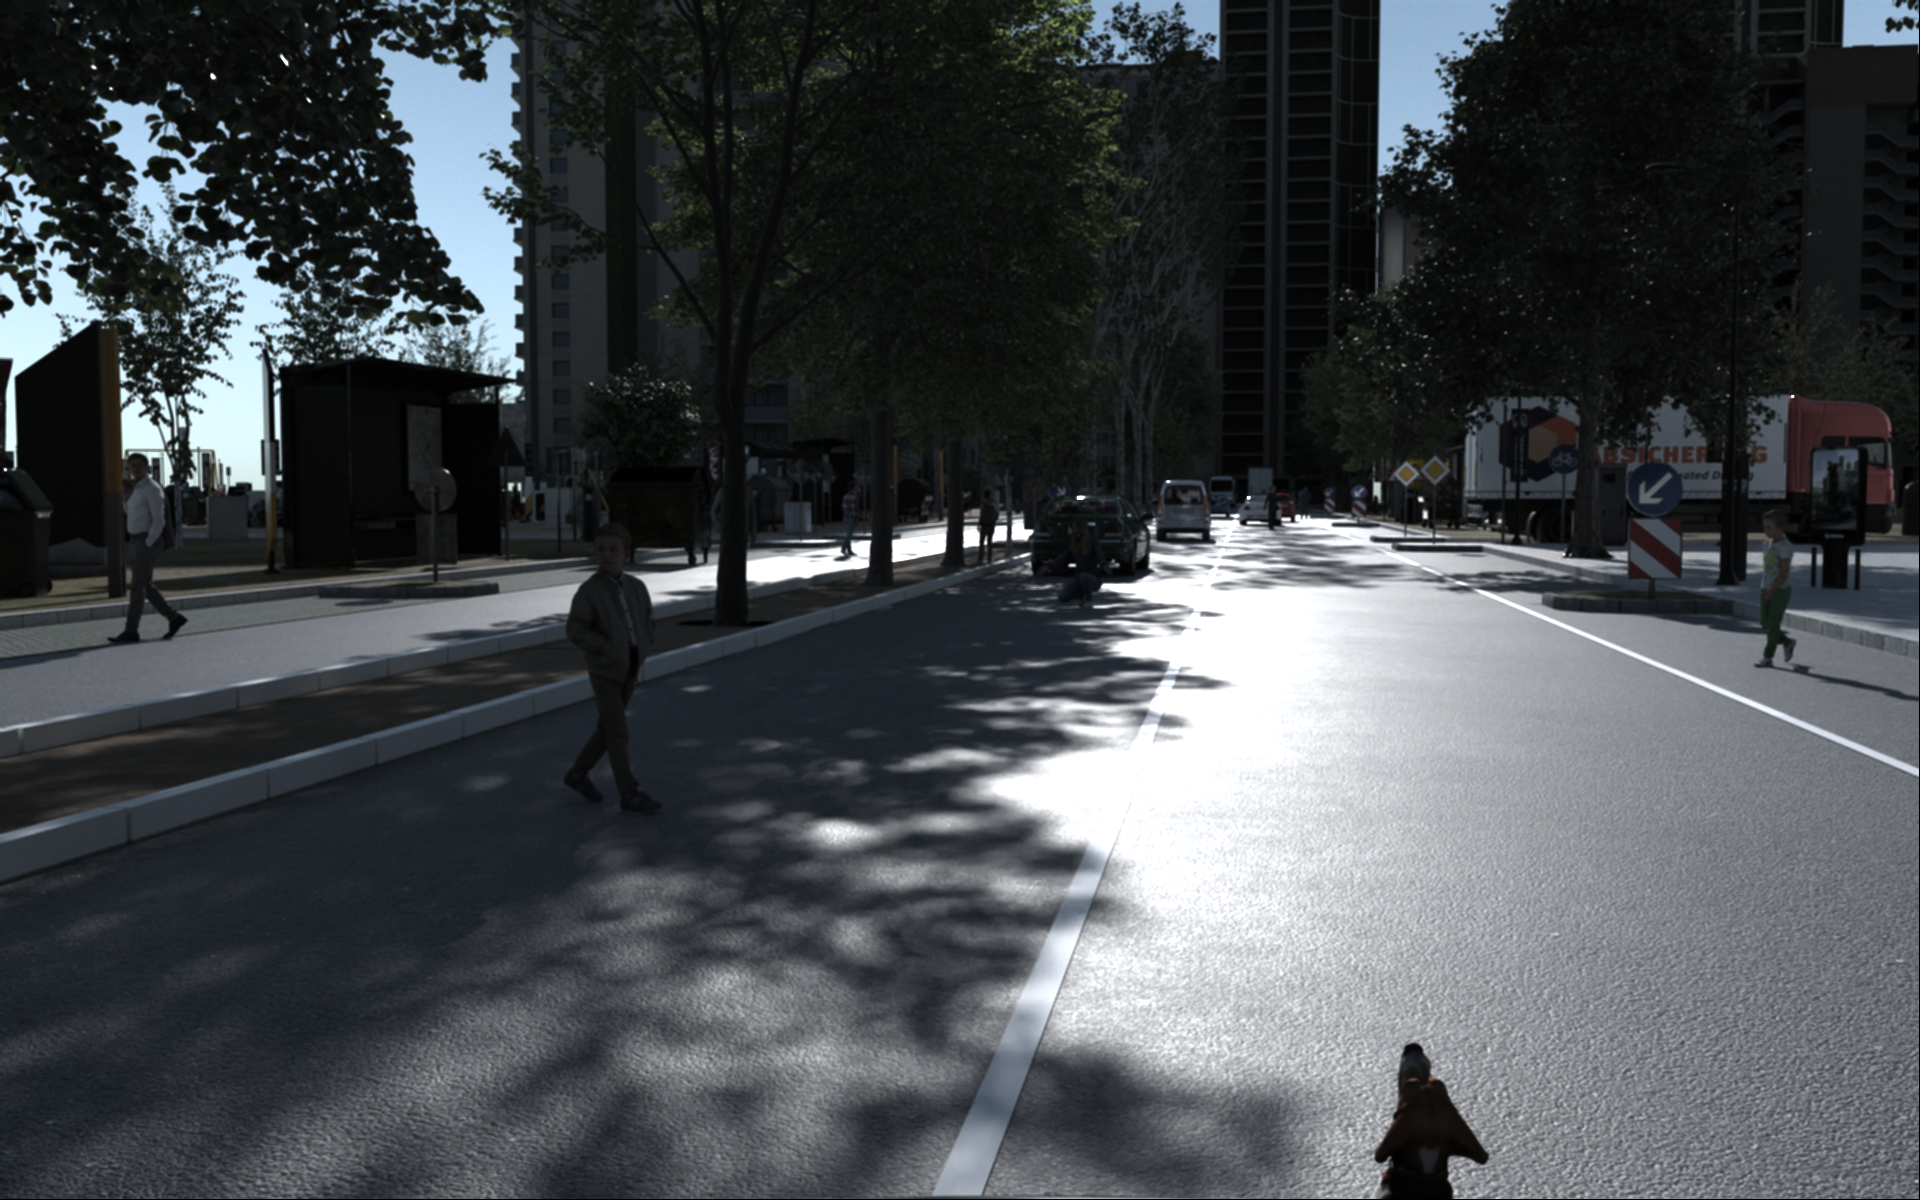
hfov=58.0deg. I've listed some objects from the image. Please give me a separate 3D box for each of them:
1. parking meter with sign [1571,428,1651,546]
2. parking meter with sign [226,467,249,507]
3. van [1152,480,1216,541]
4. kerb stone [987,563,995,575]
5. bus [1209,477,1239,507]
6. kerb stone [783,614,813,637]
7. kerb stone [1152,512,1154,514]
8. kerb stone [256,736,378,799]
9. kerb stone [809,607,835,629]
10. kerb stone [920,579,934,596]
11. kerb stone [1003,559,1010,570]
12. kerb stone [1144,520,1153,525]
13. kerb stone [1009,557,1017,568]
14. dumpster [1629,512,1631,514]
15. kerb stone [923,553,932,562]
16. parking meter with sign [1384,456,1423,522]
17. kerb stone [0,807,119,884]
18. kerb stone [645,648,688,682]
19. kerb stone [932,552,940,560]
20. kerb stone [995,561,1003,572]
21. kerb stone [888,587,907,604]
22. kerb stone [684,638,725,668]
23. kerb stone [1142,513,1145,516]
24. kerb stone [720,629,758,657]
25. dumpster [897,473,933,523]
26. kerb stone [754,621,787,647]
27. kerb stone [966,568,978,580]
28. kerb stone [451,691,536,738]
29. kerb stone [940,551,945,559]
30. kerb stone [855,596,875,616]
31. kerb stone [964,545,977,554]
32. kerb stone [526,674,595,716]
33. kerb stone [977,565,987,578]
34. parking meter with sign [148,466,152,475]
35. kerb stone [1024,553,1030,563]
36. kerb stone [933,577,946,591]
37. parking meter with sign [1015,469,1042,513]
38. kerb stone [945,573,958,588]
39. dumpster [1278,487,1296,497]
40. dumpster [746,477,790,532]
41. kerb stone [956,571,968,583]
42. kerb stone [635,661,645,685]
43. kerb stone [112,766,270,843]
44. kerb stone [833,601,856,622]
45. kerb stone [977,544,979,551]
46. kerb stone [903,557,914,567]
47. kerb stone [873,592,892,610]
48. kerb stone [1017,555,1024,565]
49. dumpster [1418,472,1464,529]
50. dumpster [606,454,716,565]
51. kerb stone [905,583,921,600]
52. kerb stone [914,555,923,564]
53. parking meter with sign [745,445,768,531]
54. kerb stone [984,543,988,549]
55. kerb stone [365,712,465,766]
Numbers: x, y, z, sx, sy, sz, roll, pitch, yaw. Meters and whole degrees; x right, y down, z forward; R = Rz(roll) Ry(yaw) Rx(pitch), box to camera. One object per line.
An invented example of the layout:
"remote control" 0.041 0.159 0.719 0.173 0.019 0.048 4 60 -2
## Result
"parking meter with sign" 16.110 -2.853 42.914 1.738 3.016 0.543 1 4 11
"parking meter with sign" -46.191 -7.047 111.476 1.738 3.016 0.543 0 4 -6
"van" 7.024 -2.893 54.308 2.013 2.044 4.112 1 4 8
"kerb stone" 0.449 -0.528 30.853 0.120 0.150 1.000 1 4 9
"bus" 28.802 -11.883 189.147 2.948 3.499 13.247 1 4 10
"kerb stone" -1.715 0.274 17.716 0.120 0.150 1.000 1 4 9
"kerb stone" 14.161 -6.401 126.939 0.120 0.150 1.000 1 4 9
"kerb stone" -3.215 0.836 8.623 0.120 0.150 1.000 1 4 9
"kerb stone" -1.556 0.216 18.736 0.120 0.150 1.000 1 4 9
"kerb stone" -0.549 -0.159 24.794 0.120 0.150 1.000 1 4 9
"kerb stone" 0.782 -0.653 32.876 0.120 0.150 1.000 1 4 9
"kerb stone" 9.042 -3.719 83.048 0.120 0.150 1.000 1 4 9
"kerb stone" 0.949 -0.710 33.894 0.120 0.150 1.000 1 4 9
"dumpster" 20.340 -3.183 54.534 1.502 2.255 1.985 1 4 9
"kerb stone" -0.791 -0.861 36.266 0.120 0.150 1.000 1 4 9
"parking meter with sign" 20.341 -5.088 79.449 1.738 3.016 0.543 1 4 17
"kerb stone" -3.550 0.955 6.600 0.120 0.150 1.000 1 4 9
"kerb stone" -2.382 0.521 13.673 0.120 0.150 1.000 1 4 9
"kerb stone" -0.626 -0.921 37.275 0.120 0.150 1.000 1 4 9
"kerb stone" 0.617 -0.588 31.866 0.120 0.150 1.000 1 4 9
"kerb stone" -0.890 -0.036 22.779 0.120 0.150 1.000 1 4 9
"kerb stone" -2.217 0.460 14.681 0.120 0.150 1.000 1 4 9
"kerb stone" 12.654 -5.848 117.817 0.120 0.150 1.000 1 4 9
"kerb stone" -2.049 0.398 15.690 0.120 0.150 1.000 1 4 9
"dumpster" -2.120 -4.627 78.141 1.502 2.255 1.985 1 4 9
"kerb stone" -1.877 0.336 16.697 0.120 0.150 1.000 1 4 9
"kerb stone" 0.117 -0.406 28.833 0.120 0.150 1.000 1 4 9
"kerb stone" -2.882 0.709 10.643 0.120 0.150 1.000 1 4 9
"kerb stone" -0.448 -0.984 38.286 0.120 0.150 1.000 1 4 9
"kerb stone" -1.218 0.088 20.760 0.120 0.150 1.000 1 4 9
"kerb stone" 0.215 -1.233 42.347 0.120 0.150 1.000 1 4 9
"kerb stone" -2.718 0.645 11.651 0.120 0.150 1.000 1 4 9
"kerb stone" 0.285 -0.468 29.842 0.120 0.150 1.000 1 4 9
"parking meter with sign" -50.118 -6.731 106.320 0.543 3.016 1.738 -3 4 -39
"kerb stone" 1.287 -0.839 35.914 0.120 0.150 1.000 1 4 9
"kerb stone" -0.386 -0.221 25.803 0.120 0.150 1.000 1 4 9
"parking meter with sign" 4.574 -7.338 116.232 1.738 3.016 0.543 1 4 9
"kerb stone" -0.217 -0.276 26.811 0.120 0.150 1.000 1 4 9
"dumpster" 36.715 -11.601 194.624 1.985 2.255 1.502 1 4 9
"dumpster" -6.613 -3.254 58.969 1.264 1.857 1.865 1 4 10
"kerb stone" -0.057 -0.341 27.821 0.120 0.150 1.000 1 4 9
"kerb stone" -2.553 0.584 12.665 0.120 0.150 1.000 1 4 9
"kerb stone" -3.380 0.895 7.615 0.120 0.150 1.000 1 4 9
"kerb stone" -1.380 0.150 19.745 0.120 0.150 1.000 1 4 9
"kerb stone" 0.387 -1.293 43.355 0.120 0.150 1.000 1 4 9
"kerb stone" -1.116 -0.731 34.244 0.120 0.150 1.000 1 4 9
"kerb stone" -1.046 0.029 21.768 0.120 0.150 1.000 1 4 9
"kerb stone" 1.115 -0.777 34.906 0.120 0.150 1.000 1 4 9
"dumpster" 18.109 -3.838 65.245 1.502 2.255 1.985 1 4 9
"dumpster" -6.126 -1.866 35.465 1.985 2.255 1.502 1 4 10
"kerb stone" -0.716 -0.097 23.786 0.120 0.150 1.000 1 4 9
"kerb stone" -0.958 -0.791 35.258 0.120 0.150 1.000 1 4 9
"parking meter with sign" -7.289 -3.959 60.983 0.543 3.016 1.738 -2 4 -32
"kerb stone" 0.545 -1.353 44.367 0.120 0.150 1.000 1 4 9
"kerb stone" -3.047 0.774 9.634 0.120 0.150 1.000 1 4 9
